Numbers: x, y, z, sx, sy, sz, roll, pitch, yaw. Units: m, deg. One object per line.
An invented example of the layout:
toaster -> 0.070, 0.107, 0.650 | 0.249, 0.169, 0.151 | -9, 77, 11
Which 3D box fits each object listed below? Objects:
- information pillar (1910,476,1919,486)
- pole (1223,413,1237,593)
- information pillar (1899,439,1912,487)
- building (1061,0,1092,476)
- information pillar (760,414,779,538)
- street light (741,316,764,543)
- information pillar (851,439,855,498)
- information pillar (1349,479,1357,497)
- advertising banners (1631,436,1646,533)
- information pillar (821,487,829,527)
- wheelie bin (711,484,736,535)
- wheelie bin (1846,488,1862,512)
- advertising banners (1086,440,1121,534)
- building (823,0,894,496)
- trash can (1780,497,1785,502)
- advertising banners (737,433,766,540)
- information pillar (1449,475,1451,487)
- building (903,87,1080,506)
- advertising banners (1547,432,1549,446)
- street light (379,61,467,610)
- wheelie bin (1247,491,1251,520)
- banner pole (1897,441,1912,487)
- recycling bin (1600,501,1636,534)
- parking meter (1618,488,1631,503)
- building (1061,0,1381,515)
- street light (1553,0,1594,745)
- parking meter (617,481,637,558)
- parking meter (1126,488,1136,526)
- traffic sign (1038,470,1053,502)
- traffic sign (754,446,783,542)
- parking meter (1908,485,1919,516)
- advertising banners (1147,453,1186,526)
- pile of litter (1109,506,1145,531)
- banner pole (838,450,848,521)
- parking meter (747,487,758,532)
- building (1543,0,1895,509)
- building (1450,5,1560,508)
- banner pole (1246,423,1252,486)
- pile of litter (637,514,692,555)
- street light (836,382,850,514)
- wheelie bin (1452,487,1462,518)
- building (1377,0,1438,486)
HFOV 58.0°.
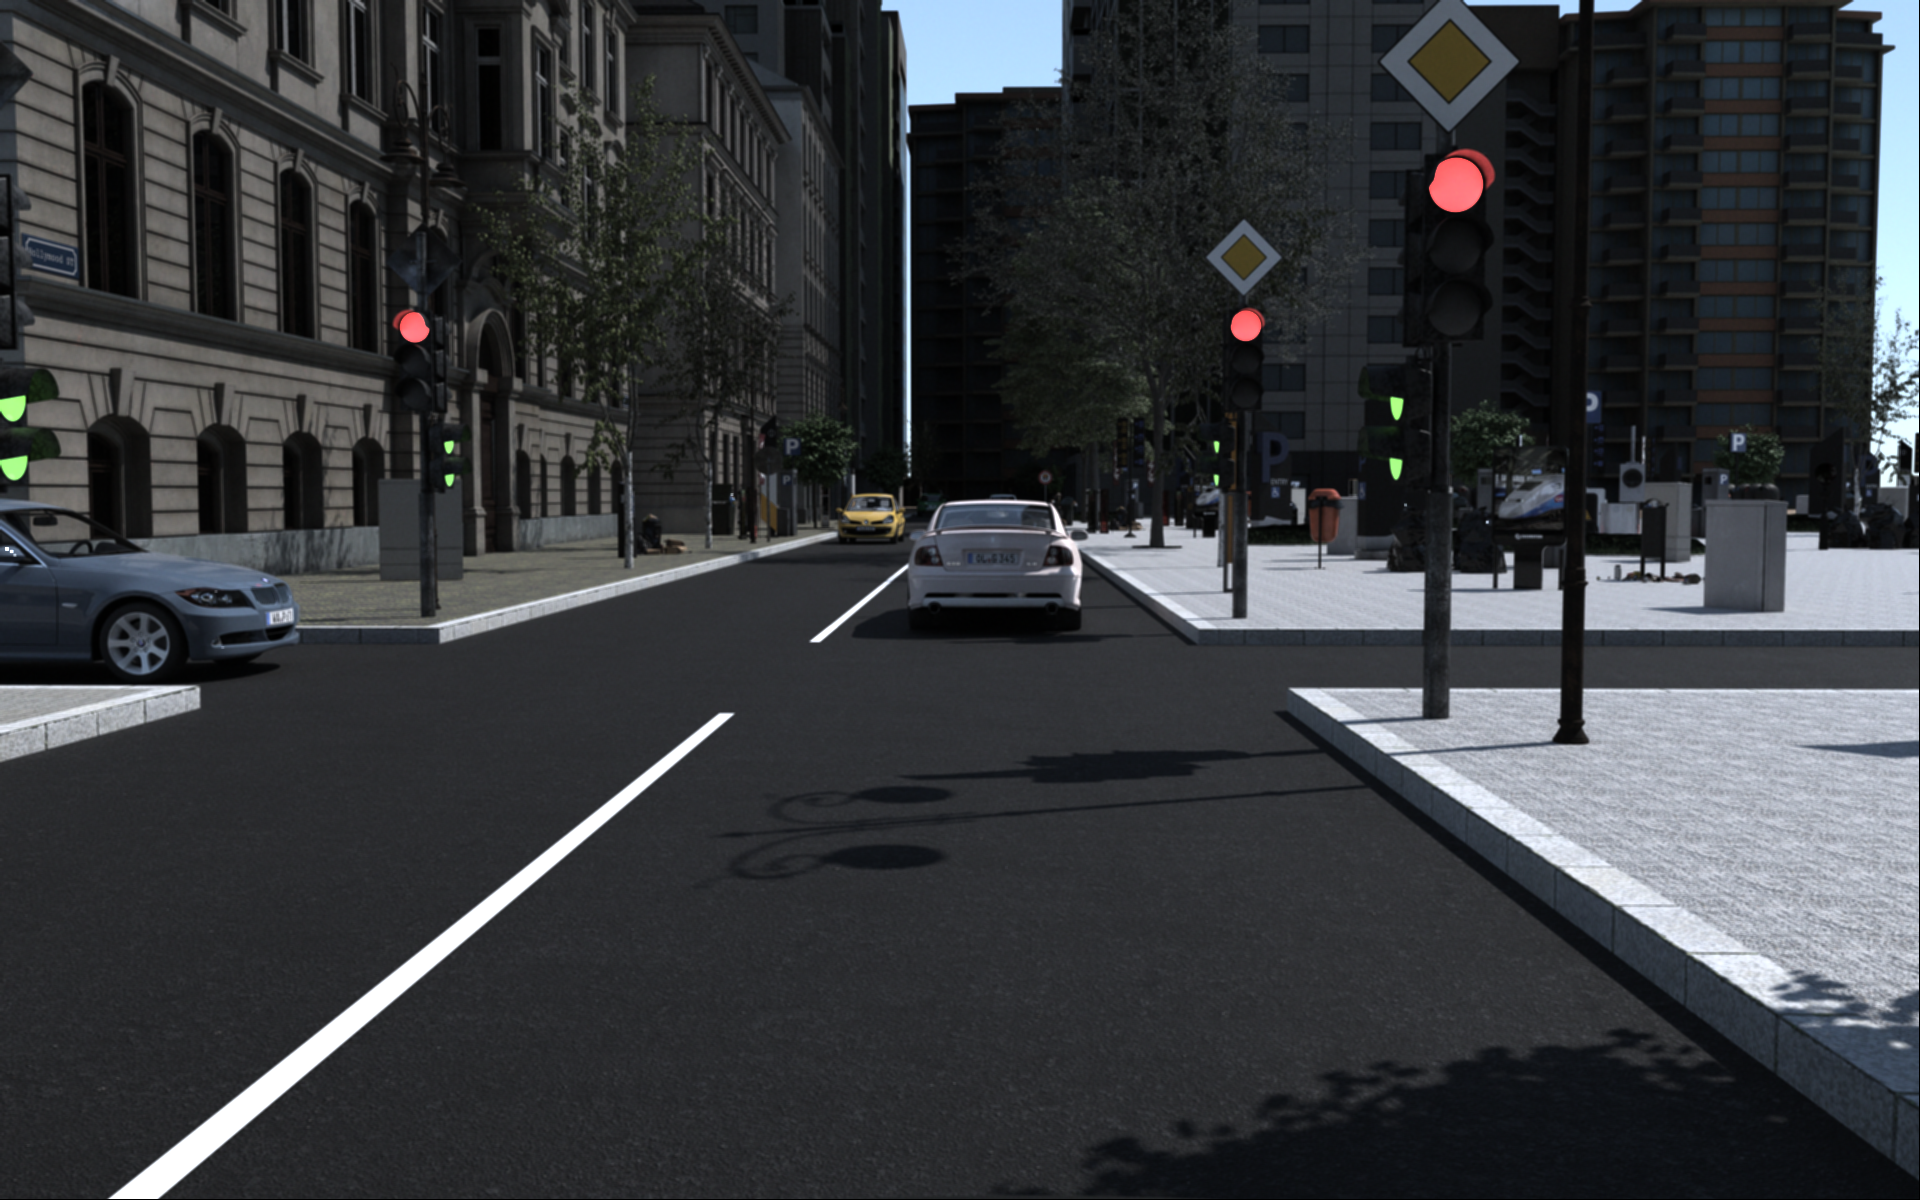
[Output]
information pillar -> 38.085, -3.949, 69.053 | 0.304, 2.012, 0.304 | -1, 4, -11
pole -> 3.526, -1.753, 22.508 | 0.158, 3.312, 0.155 | 0, 3, 0
information pillar -> 40.349, -5.053, 73.973 | 0.504, 3.616, 0.183 | 1, 4, 20
building -> 22.824, -34.434, 152.231 | 28.713, 52.752, 27.495 | 0, 4, 1
information pillar -> -5.617, -3.643, 50.920 | 0.504, 3.616, 0.183 | -2, 4, -27
street light -> -5.392, -4.416, 44.983 | 0.468, 5.910, 1.993 | 0, 4, 1
information pillar -> -4.552, -5.034, 73.661 | 0.183, 3.616, 0.504 | 0, 4, 8
information pillar -> 19.519, -4.989, 86.057 | 0.304, 2.012, 0.304 | -3, 5, -43
advertising banners -> 20.257, -3.398, 51.745 | 0.090, 3.025, 2.074 | 2, 4, 32
information pillar -> -5.237, -3.833, 67.169 | 0.304, 2.012, 0.304 | -1, 4, -13
wheelie bin -> -7.433, -2.831, 54.187 | 0.980, 1.594, 0.693 | 1, 4, 15
wheelie bin -> 43.417, -4.668, 84.227 | 0.693, 1.594, 0.980 | 3, 5, 41
advertising banners -> 4.700, -3.689, 56.509 | 0.090, 3.025, 2.074 | -2, 4, -28
building -> -12.957, -28.161, 144.029 | 14.154, 41.232, 14.086 | 0, 4, 1
trash can -> 39.503, -4.413, 83.803 | 0.748, 1.137, 0.748 | 0, 3, 0
advertising banners -> -5.892, -3.243, 49.214 | 0.090, 3.025, 2.074 | 1, 4, 15
information pillar -> 18.546, -3.767, 66.077 | 0.304, 2.012, 0.304 | 0, 4, 8
building -> 7.201, -32.701, 189.292 | 28.867, 44.769, 22.147 | 0, 4, 1
advertising banners -> 16.790, -3.268, 49.622 | 0.090, 3.025, 2.074 | 1, 4, 17
street light -> -5.878, -2.835, 19.133 | 0.468, 5.910, 1.993 | 0, 4, 1
wheelie bin -> 14.534, -4.714, 84.983 | 0.693, 1.594, 0.980 | -2, 4, -28
banner pole -> 44.265, -5.586, 81.342 | 0.863, 3.779, 0.401 | 0, 4, -1
recycling bin -> 17.970, -2.126, 47.317 | 0.722, 1.027, 0.722 | 0, 4, 0
parking meter -> 27.101, -3.818, 70.831 | 0.372, 1.533, 0.369 | 0, 3, 0
building -> 18.252, -42.171, 127.748 | 20.563, 71.187, 20.611 | 0, 4, 1
street light -> 3.158, -2.201, 8.775 | 0.468, 5.910, 1.993 | 0, 4, 1
parking meter -> -6.698, -1.617, 34.848 | 0.372, 1.533, 0.369 | 0, 3, 0
parking meter -> 6.889, -3.753, 69.771 | 0.372, 1.533, 0.369 | 0, 3, 0
traffic sign -> 4.600, -5.699, 93.288 | 0.768, 2.556, 0.104 | 0, 4, 7
traffic sign -> -5.118, -2.821, 46.236 | 0.768, 2.556, 0.104 | 0, 4, 4
parking meter -> 25.409, -2.301, 46.029 | 0.372, 1.533, 0.369 | 0, 3, 0
advertising banners -> 8.294, -4.512, 69.952 | 0.090, 3.025, 2.074 | -3, 5, -44
pile of litter -> 5.953, -2.895, 61.292 | 1.719, 0.858, 1.176 | -3, 4, -36
banner pole -> -5.184, -5.263, 76.063 | 0.401, 3.779, 0.863 | 3, 4, 36
parking meter -> -7.041, -3.075, 58.683 | 0.372, 1.533, 0.369 | 0, 3, 0
building -> 66.114, -30.564, 154.347 | 28.867, 44.769, 22.147 | 0, 4, 1
building -> 44.646, -31.047, 157.732 | 14.200, 45.320, 14.600 | 0, 4, 1
banner pole -> 10.132, -4.296, 60.256 | 0.863, 3.779, 0.401 | 1, 4, 22
pile of litter -> -6.385, -1.421, 37.198 | 1.176, 0.858, 1.719 | 3, 5, 40
street light -> -4.857, -6.053, 71.755 | 0.468, 5.910, 1.993 | 0, 4, 1
wheelie bin -> 23.403, -4.546, 82.241 | 0.693, 1.594, 0.980 | -1, 4, -15
building -> 17.343, -40.914, 107.190 | 20.563, 71.187, 20.611 | 0, 4, 1
